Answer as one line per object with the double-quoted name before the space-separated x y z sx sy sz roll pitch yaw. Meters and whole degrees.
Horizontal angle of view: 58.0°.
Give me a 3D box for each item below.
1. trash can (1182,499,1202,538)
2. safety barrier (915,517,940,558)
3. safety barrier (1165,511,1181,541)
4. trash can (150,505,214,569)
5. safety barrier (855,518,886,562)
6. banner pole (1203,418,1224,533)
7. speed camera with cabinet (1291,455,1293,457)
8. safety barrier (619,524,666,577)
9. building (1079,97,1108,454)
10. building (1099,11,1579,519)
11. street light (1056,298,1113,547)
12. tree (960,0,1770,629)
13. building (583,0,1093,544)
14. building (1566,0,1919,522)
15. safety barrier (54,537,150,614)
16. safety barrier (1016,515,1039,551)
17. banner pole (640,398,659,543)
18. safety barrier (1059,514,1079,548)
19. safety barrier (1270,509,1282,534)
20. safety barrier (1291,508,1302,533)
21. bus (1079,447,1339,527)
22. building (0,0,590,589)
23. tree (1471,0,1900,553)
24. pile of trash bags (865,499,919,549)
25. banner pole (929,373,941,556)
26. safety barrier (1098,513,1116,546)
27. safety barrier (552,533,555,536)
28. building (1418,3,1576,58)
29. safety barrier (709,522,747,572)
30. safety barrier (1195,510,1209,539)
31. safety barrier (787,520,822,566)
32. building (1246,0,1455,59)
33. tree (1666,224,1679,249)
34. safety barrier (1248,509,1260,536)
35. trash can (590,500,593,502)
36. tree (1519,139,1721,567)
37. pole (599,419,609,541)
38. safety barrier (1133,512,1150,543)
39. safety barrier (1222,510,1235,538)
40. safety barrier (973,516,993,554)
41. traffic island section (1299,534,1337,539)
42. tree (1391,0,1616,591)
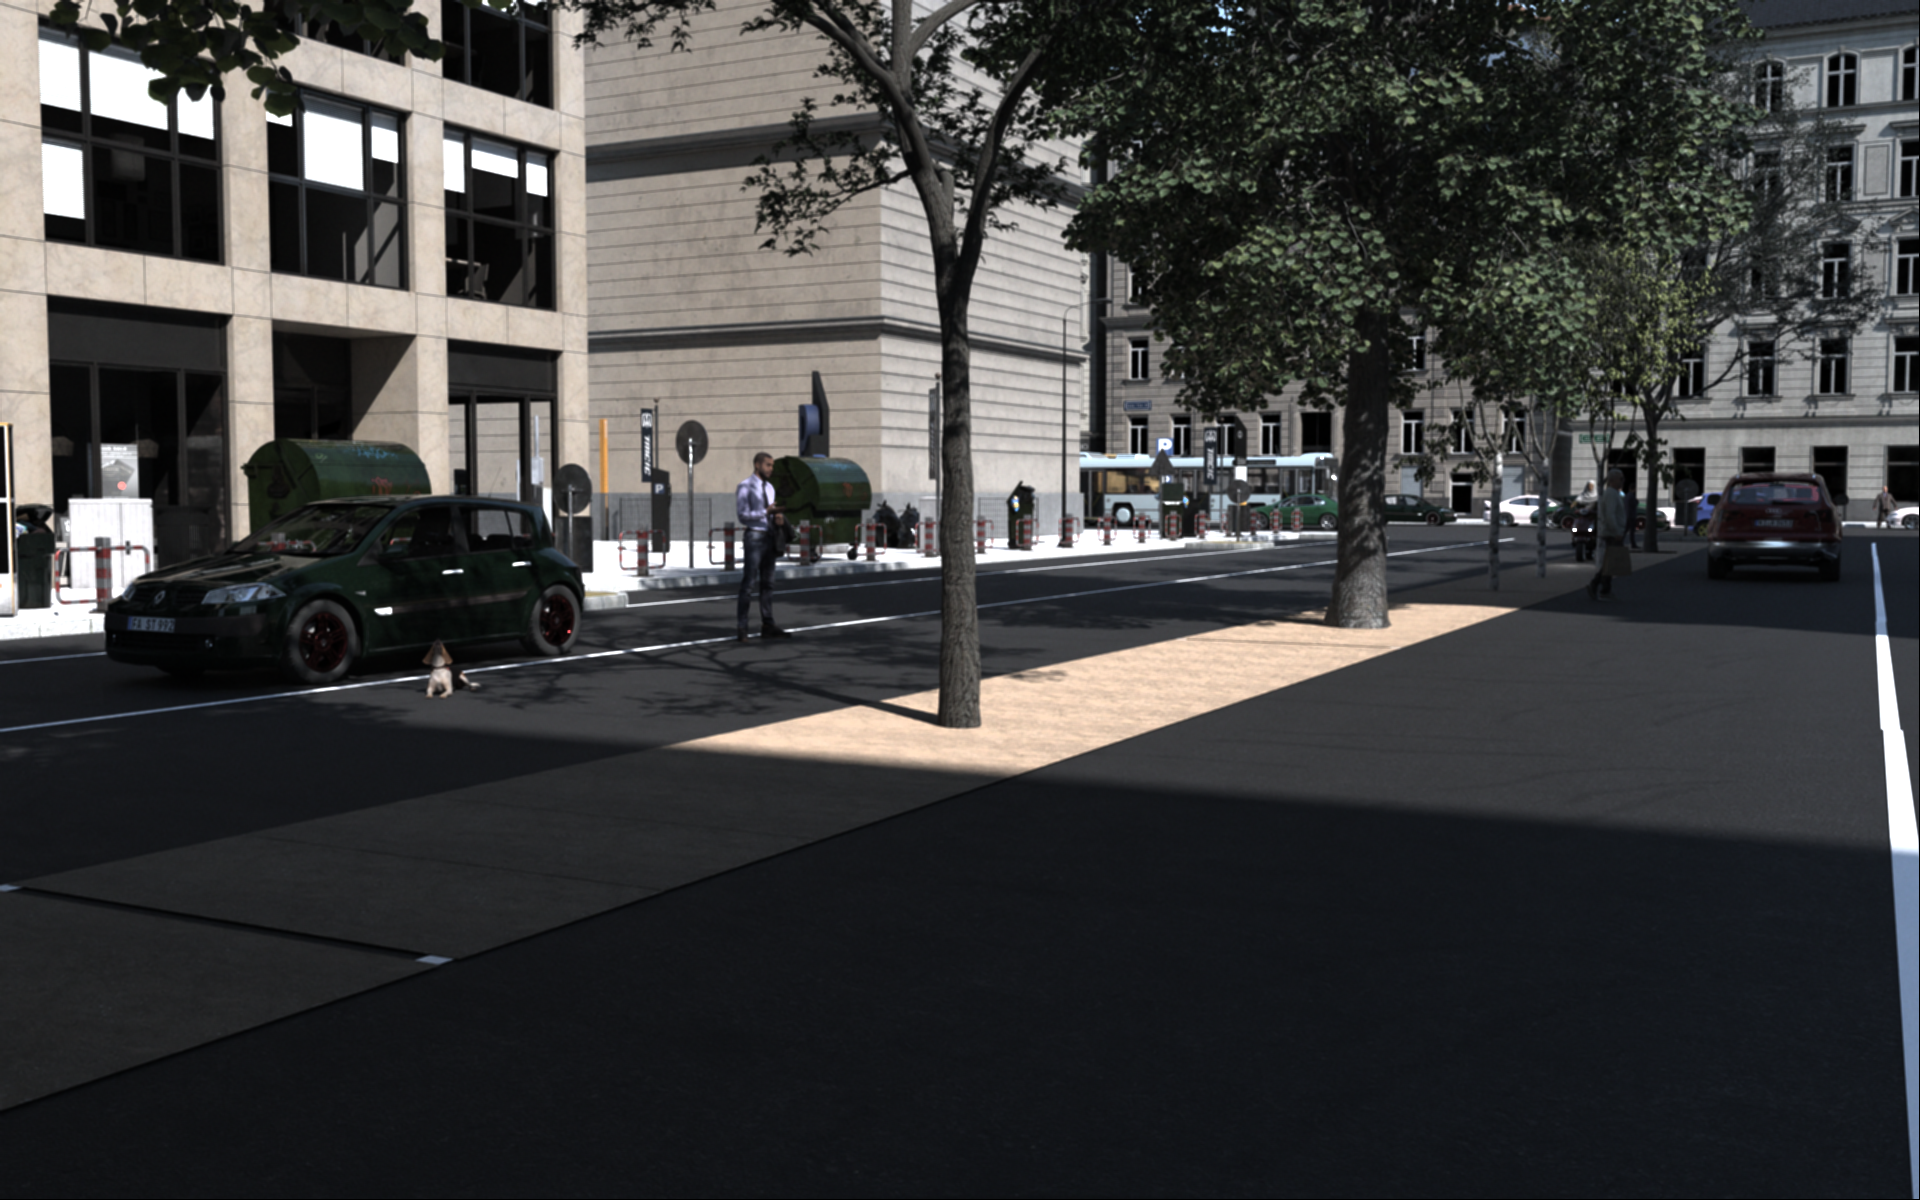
"trash can" 6.793 -2.427 51.332 0.748 1.137 0.748 0 3 0
"safety barrier" -0.619 -1.262 34.903 0.300 0.817 1.120 2 4 28
"safety barrier" 5.807 -2.011 47.151 0.300 0.817 1.120 2 4 28
"trash can" -9.895 -0.637 22.067 0.748 1.137 0.748 0 3 0
"safety barrier" -1.691 -1.137 32.868 0.300 0.817 1.120 2 4 28
"banner pole" 8.388 -4.096 56.992 0.863 3.779 0.401 2 4 30
"speed camera with cabinet" 17.552 -5.731 88.043 0.660 3.252 2.038 -3 5 -41
"safety barrier" -4.900 -0.763 26.756 0.300 0.817 1.120 2 4 28
"building" -8.568 -20.621 113.571 44.131 29.872 17.030 2 4 28
"building" 21.517 -18.303 96.510 25.104 27.353 12.463 2 4 28
"street light" 2.988 -4.216 41.479 1.470 5.913 1.316 2 4 28
"tree" 4.311 -6.679 18.314 9.857 13.997 8.962 0 3 0
"building" -8.773 -16.318 54.191 23.554 28.519 14.401 2 4 28
"building" 52.618 -18.643 81.229 44.131 29.872 17.030 2 4 28
"safety barrier" -9.186 -0.263 18.581 0.300 0.817 1.120 2 4 28
"safety barrier" 1.519 -1.511 38.985 0.300 0.817 1.120 2 4 28
"banner pole" -7.996 -3.356 44.881 0.401 3.779 0.863 2 4 29
"safety barrier" 2.589 -1.636 41.022 0.300 0.817 1.120 2 4 28
"safety barrier" 10.093 -2.510 55.320 0.300 0.817 1.120 2 4 28
"safety barrier" 11.160 -2.635 57.361 0.300 0.817 1.120 2 4 28
"bus" 10.432 -4.876 74.588 13.247 3.499 2.948 2 4 27
"building" -23.491 -13.295 21.894 19.350 26.468 34.151 2 4 28
"tree" 16.730 -7.871 41.523 12.009 13.543 11.850 0 3 0
"pile of trash bags" -0.766 -1.901 40.834 1.912 1.369 3.447 -2 4 -34
"banner pole" -0.525 -2.816 36.056 0.401 3.779 0.863 -1 4 -18
"safety barrier" 3.662 -1.761 43.069 0.300 0.817 1.120 2 4 28
"safety barrier" -5.963 -0.639 24.715 0.300 0.817 1.120 2 4 28
"building" 47.887 -30.899 159.819 22.147 44.769 28.867 2 4 28
"safety barrier" -3.832 -0.888 28.794 0.300 0.817 1.120 2 4 28
"safety barrier" 6.879 -2.136 49.201 0.300 0.817 1.120 2 4 28
"safety barrier" -2.762 -1.013 30.831 0.300 0.817 1.120 2 4 28
"building" 45.951 -46.682 201.507 20.611 71.187 20.563 2 4 28
"tree" 10.013 -4.691 29.526 4.360 8.622 3.978 0 3 0
"safety barrier" 9.026 -2.386 53.282 0.300 0.817 1.120 2 4 28
"trash can" -9.198 -1.832 41.610 0.748 1.137 0.748 0 3 0
"tree" 12.479 -4.933 33.474 4.737 8.622 4.395 0 3 0
"pole" -9.675 -3.256 47.077 0.158 3.312 0.155 0 3 0
"safety barrier" 4.739 -1.886 45.113 0.300 0.817 1.120 2 4 28
"safety barrier" 7.956 -2.261 51.245 0.300 0.817 1.120 2 4 28
"safety barrier" 0.450 -1.386 36.941 0.300 0.817 1.120 2 4 28
"traffic island section" 12.440 -2.097 56.559 2.009 0.180 2.903 2 4 28
"tree" 7.982 -4.449 25.562 4.360 8.622 3.978 0 3 0
